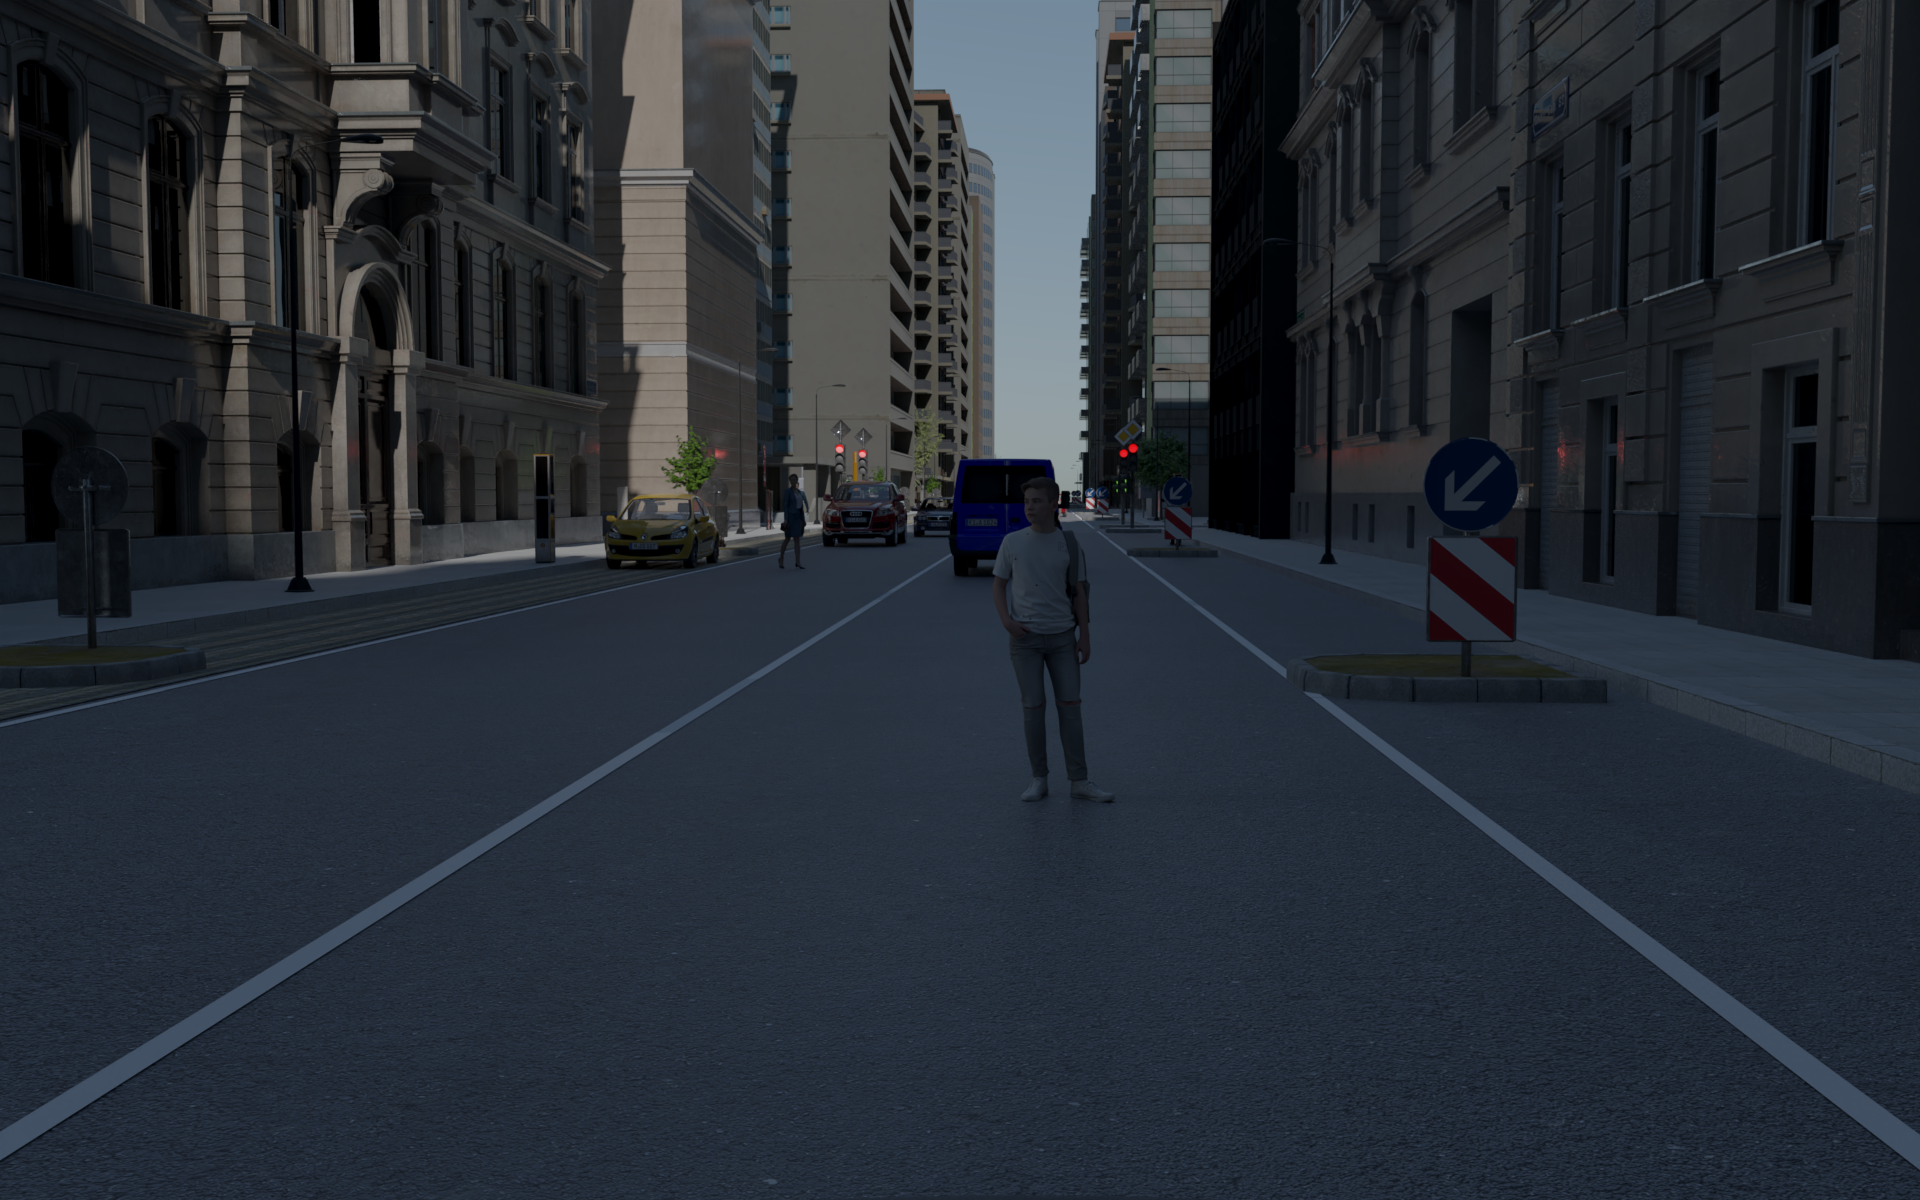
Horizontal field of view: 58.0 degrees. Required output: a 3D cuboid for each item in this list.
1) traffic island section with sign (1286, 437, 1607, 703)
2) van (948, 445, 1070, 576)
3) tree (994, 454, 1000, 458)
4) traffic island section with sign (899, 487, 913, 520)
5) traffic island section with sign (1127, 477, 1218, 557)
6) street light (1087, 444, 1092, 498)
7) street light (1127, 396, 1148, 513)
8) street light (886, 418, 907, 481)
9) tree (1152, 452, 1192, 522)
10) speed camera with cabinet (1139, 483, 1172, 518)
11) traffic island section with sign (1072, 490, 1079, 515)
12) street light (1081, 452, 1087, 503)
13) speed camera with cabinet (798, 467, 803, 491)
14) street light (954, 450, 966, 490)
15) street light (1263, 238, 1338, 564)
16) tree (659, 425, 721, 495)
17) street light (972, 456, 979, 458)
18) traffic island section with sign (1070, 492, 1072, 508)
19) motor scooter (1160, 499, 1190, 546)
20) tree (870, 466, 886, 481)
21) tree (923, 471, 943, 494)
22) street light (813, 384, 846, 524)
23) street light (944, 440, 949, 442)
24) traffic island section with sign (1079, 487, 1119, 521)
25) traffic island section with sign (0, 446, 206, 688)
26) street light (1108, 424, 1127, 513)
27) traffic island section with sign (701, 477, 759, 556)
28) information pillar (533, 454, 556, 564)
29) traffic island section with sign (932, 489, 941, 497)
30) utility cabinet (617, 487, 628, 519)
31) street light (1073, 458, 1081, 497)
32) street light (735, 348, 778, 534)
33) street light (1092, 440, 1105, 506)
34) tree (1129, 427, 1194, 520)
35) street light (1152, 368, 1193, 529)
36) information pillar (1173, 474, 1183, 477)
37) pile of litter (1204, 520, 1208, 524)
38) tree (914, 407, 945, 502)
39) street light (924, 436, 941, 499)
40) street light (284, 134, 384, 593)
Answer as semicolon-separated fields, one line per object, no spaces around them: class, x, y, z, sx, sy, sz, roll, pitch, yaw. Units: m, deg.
traffic island section with sign;3.493;-0.259;12.856;1.989;1.847;2.006;0;4;3
van;0.917;-1.693;32.070;2.240;2.365;5.245;0;4;3
tree;5.828;-21.874;307.999;4.360;8.622;3.978;0;3;0
traffic island section with sign;-3.009;-5.267;94.747;1.989;1.847;2.006;0;4;3
traffic island section with sign;4.884;-1.927;40.130;1.989;1.847;2.006;0;4;3
street light;12.700;-11.412;159.123;1.470;5.913;1.316;0;4;3
street light;8.829;-6.713;82.305;1.470;5.913;1.316;0;4;3
street light;-3.927;-8.115;105.220;1.470;5.913;1.316;0;4;3
tree;9.793;-5.144;78.699;1.663;3.219;1.824;0;3;0
speed camera with cabinet;10.670;-6.051;93.265;2.038;3.252;0.660;0;4;-6
traffic island section with sign;9.017;-6.899;121.429;1.989;1.847;2.006;0;4;3
street light;14.442;-13.423;192.014;1.470;5.913;1.316;0;4;3
speed camera with cabinet;-8.223;-6.343;98.050;2.038;3.252;0.660;0;4;0
street light;-0.077;-12.796;181.754;1.470;5.913;1.316;0;4;3
street light;6.209;-3.613;31.610;1.470;5.913;1.316;0;4;3
tree;-7.608;-3.300;48.550;1.663;3.219;1.824;0;3;0
street light;1.719;-14.760;213.866;1.470;5.913;1.316;0;4;3
traffic island section with sign;11.607;-10.000;172.127;1.989;1.847;2.006;0;4;3
motor scooter;6.004;-2.171;48.276;0.815;1.314;1.986;0;4;1
tree;-5.040;-7.020;109.377;1.663;3.219;1.824;0;3;0
tree;-2.363;-9.317;146.932;1.663;3.219;1.824;0;3;0
street light;-5.517;-6.154;73.152;1.470;5.913;1.316;0;4;3
street light;-1.647;-10.830;149.611;1.470;5.913;1.316;0;4;3
traffic island section with sign;7.655;-5.253;94.508;1.989;1.847;2.006;0;4;3
traffic island section with sign;-7.149;-0.306;13.639;1.989;1.847;2.006;0;4;3
street light;10.518;-8.699;114.776;1.470;5.913;1.316;0;4;3
traffic island section with sign;-5.784;-1.953;40.560;1.989;1.847;2.006;0;4;3
information pillar;-7.691;-1.687;32.074;0.304;2.012;0.304;0;4;4
traffic island section with sign;-1.625;-6.937;122.049;1.989;1.847;2.006;0;4;3
utility cabinet;-9.916;-2.579;50.842;0.318;1.500;1.173;-1;4;-10
street light;16.909;-16.508;242.450;1.470;5.913;1.316;0;4;3
street light;-6.481;-5.059;55.250;1.470;5.913;1.316;0;4;3
street light;12.225;-10.708;147.619;1.470;5.913;1.316;0;4;3
tree;10.562;-6.531;90.489;4.285;4.588;4.351;0;3;0
street light;7.877;-5.574;63.674;1.470;5.913;1.316;0;4;3
information pillar;7.825;-3.534;62.271;0.304;2.012;0.304;0;4;-2
pile of litter;11.157;-3.609;72.970;1.719;0.858;1.176;2;4;25
tree;-3.320;-11.783;143.011;4.737;8.622;4.395;0;3;0
street light;-2.266;-10.111;137.857;1.470;5.913;1.316;0;4;3
street light;-8.125;-3.056;22.509;1.470;5.913;1.316;0;4;3
